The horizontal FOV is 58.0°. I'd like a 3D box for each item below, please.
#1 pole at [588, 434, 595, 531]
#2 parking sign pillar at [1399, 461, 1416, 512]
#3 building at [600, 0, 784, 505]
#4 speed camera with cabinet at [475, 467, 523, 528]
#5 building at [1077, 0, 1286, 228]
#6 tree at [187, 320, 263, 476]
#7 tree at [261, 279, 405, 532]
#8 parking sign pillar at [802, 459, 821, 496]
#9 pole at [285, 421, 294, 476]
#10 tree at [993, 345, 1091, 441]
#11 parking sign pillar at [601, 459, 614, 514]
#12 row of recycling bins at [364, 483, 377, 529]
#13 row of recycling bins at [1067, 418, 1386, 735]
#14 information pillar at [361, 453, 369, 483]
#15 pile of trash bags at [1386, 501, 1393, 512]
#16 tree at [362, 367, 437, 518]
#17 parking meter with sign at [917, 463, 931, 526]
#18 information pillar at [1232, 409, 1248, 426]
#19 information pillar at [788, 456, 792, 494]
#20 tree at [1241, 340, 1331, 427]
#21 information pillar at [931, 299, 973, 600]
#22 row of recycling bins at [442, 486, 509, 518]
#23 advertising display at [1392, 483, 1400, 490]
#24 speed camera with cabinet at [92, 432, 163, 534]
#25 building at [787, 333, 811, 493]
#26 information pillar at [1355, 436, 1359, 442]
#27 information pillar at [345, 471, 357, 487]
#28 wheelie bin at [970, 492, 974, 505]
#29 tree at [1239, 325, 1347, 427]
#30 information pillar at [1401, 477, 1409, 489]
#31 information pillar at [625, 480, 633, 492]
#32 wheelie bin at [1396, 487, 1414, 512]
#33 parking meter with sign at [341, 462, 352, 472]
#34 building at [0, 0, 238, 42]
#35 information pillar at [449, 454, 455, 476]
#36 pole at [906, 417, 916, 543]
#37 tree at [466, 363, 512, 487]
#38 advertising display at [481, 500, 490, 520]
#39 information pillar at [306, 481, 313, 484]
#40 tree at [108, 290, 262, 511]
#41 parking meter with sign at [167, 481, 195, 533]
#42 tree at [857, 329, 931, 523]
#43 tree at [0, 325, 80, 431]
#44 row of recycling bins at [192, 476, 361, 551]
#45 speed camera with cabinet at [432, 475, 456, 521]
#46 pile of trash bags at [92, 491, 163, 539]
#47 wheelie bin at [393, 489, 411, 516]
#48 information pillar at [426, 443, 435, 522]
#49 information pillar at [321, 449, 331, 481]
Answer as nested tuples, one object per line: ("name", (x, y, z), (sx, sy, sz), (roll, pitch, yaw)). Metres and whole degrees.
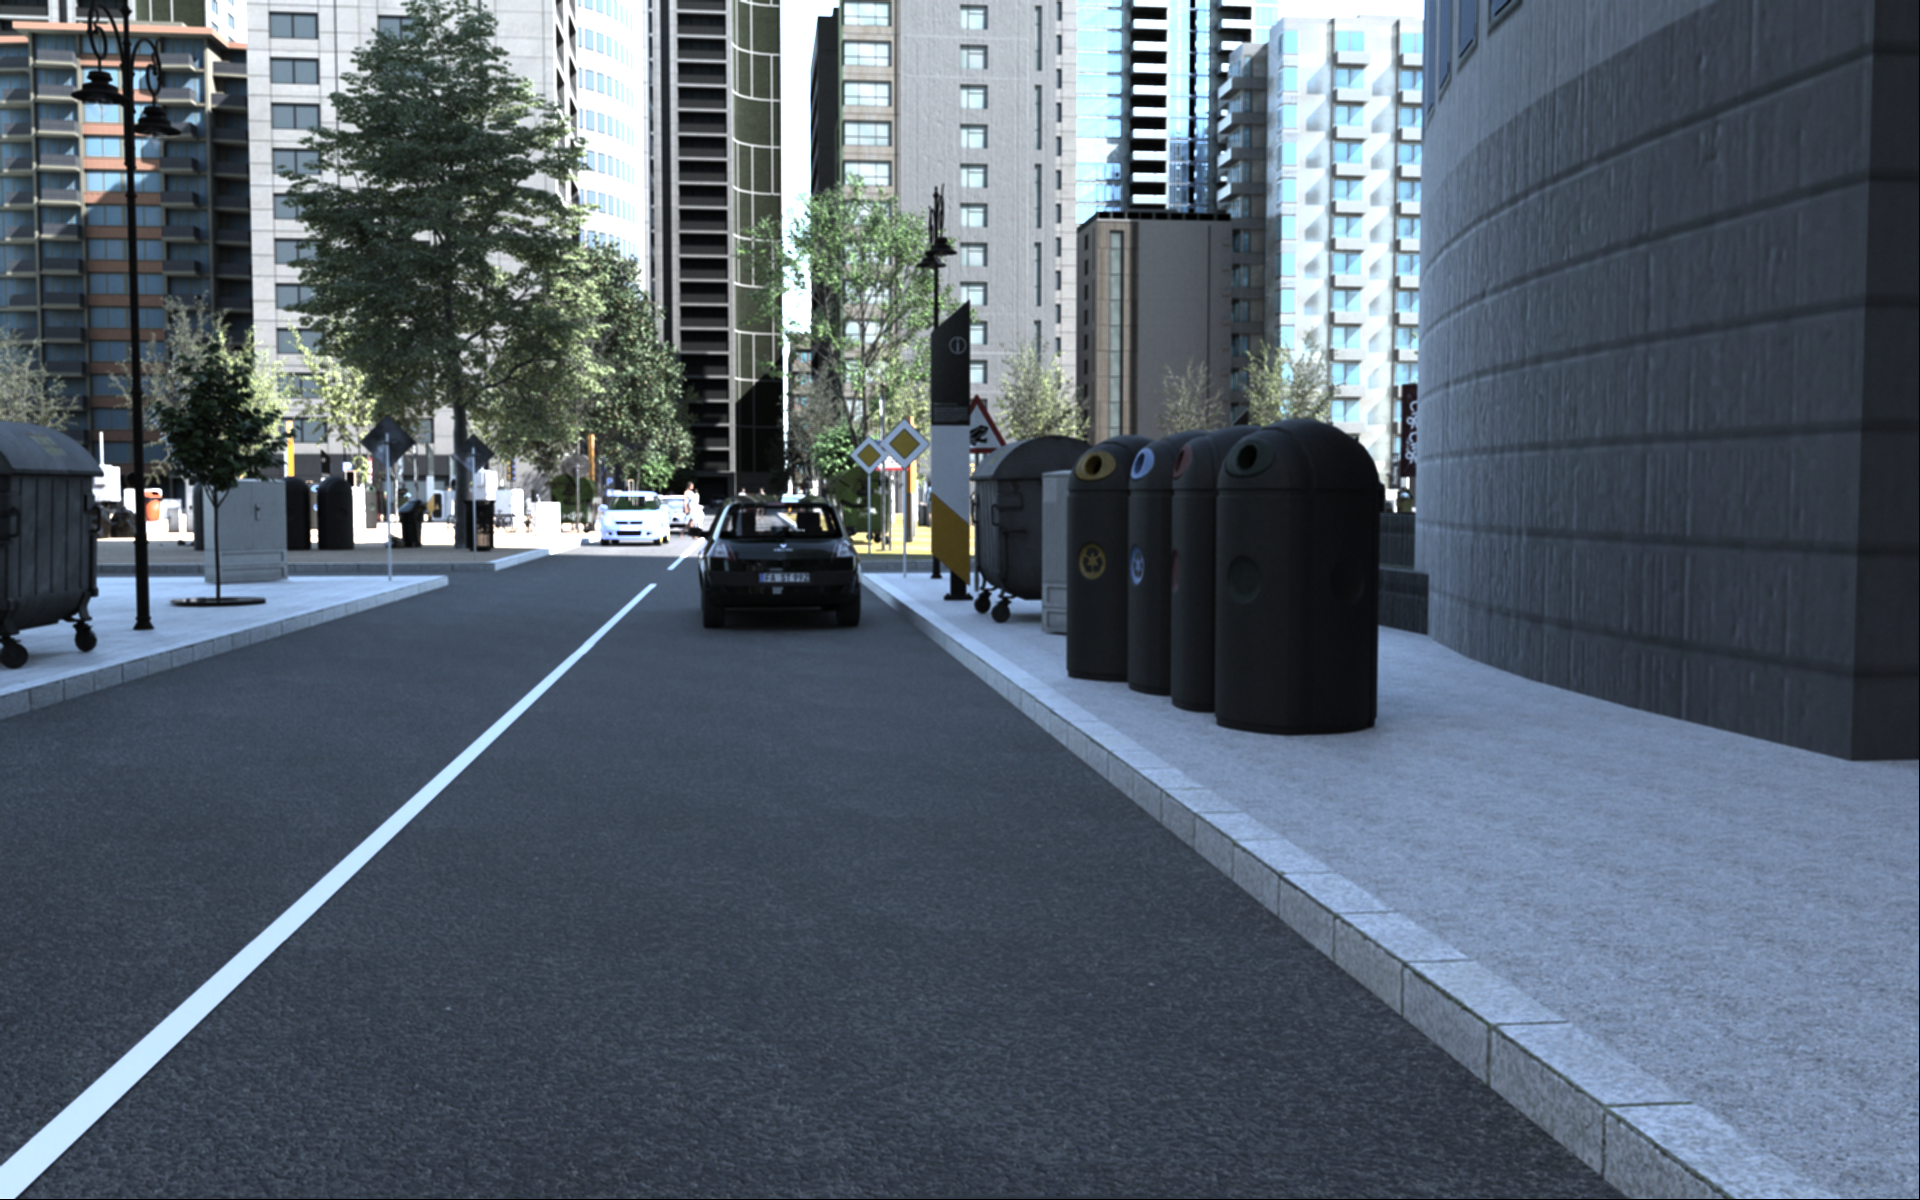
("pole", (-12.625, -4.007, 59.350), (0.158, 3.312, 0.155), (0, 3, 0))
("parking sign pillar", (27.090, -7.164, 105.605), (1.447, 3.967, 1.447), (0, 4, 1))
("building", (-31.061, -46.751, 202.628), (20.611, 71.187, 20.563), (0, 4, -7))
("speed camera with cabinet", (-17.816, -4.436, 66.859), (2.038, 3.252, 0.660), (2, 4, 30))
("building", (24.168, -54.816, 208.918), (31.000, 86.520, 22.319), (0, 4, -7))
("tree", (-30.699, -7.542, 73.681), (4.737, 8.622, 4.395), (0, 3, 0))
("tree", (-20.121, -6.549, 57.438), (4.737, 8.622, 4.395), (0, 3, 0))
("parking sign pillar", (-9.180, -7.273, 107.379), (1.447, 3.967, 1.447), (3, 5, 43))
("pole", (-18.711, -3.337, 48.395), (0.158, 3.312, 0.155), (0, 3, 0))
("tree", (3.686, -8.179, 84.093), (4.737, 8.622, 4.395), (0, 3, 0))
("parking sign pillar", (-18.436, -6.247, 90.612), (1.447, 3.967, 1.447), (-1, 4, -21))
("row of recycling bins", (-22.947, -3.399, 62.693), (3.534, 1.692, 1.069), (-3, 4, -37))
("row of recycling bins", (1.566, -0.231, 10.891), (1.069, 1.692, 3.534), (-1, 4, -14))
("information pillar", (-33.835, -6.559, 98.600), (0.504, 3.616, 0.183), (-1, 4, -20))
("pile of trash bags", (14.488, -3.182, 61.780), (1.912, 1.369, 3.447), (0, 4, 7))
("tree", (-30.015, -8.669, 92.100), (4.360, 8.622, 3.978), (0, 3, 0))
("parking meter with sign", (-0.949, -4.748, 73.893), (1.738, 3.016, 0.543), (-3, 4, -36))
("information pillar", (7.738, -3.456, 47.868), (0.504, 3.616, 0.183), (-1, 4, -20))
("information pillar", (-10.385, -7.001, 105.821), (0.183, 3.616, 0.504), (1, 4, 11))
("tree", (15.246, -8.080, 82.477), (4.737, 8.622, 4.395), (0, 3, 0))
("information pillar", (-0.102, -1.808, 20.916), (0.504, 3.616, 0.183), (0, 4, -5))
("row of recycling bins", (-24.762, -4.987, 88.652), (3.534, 1.692, 1.069), (0, 4, -2))
("advertising display", (24.029, -5.523, 95.507), (0.123, 1.923, 0.974), (0, 4, -3))
("speed camera with cabinet", (-26.661, -3.735, 55.397), (2.038, 3.252, 0.660), (0, 4, 3))
("building", (-6.133, -22.328, 210.098), (28.899, 21.520, 27.650), (0, 4, -7))
("information pillar", (15.766, -4.778, 69.480), (0.504, 3.616, 0.183), (2, 4, 31))
("information pillar", (-19.026, -3.038, 54.161), (0.304, 2.012, 0.304), (-1, 4, -10))
("wheelie bin", (0.997, -5.853, 103.611), (0.693, 1.594, 0.980), (-1, 4, -14))
("tree", (14.523, -7.638, 75.239), (4.360, 8.622, 3.978), (0, 3, 0))
("information pillar", (22.052, -5.784, 85.920), (0.183, 3.616, 0.504), (-2, 4, -27))
("information pillar", (-16.991, -5.170, 89.027), (0.304, 2.012, 0.304), (3, 5, 39))
("wheelie bin", (20.270, -4.349, 79.021), (0.693, 1.594, 0.980), (-1, 4, -10))
("parking meter with sign", (-33.733, -6.048, 95.140), (0.543, 3.016, 1.738), (-2, 4, -25))
("building", (-94.738, -46.328, 195.722), (20.611, 71.187, 20.563), (0, 4, -7))
("information pillar", (-29.535, -6.693, 100.783), (0.183, 3.616, 0.504), (-3, 5, -44))
("pole", (-1.332, -3.176, 45.767), (0.158, 3.312, 0.155), (0, 3, 0))
("tree", (-24.872, -8.757, 93.536), (4.737, 8.622, 4.395), (0, 3, 0))
("advertising display", (-22.735, -4.751, 82.888), (0.123, 1.923, 0.974), (1, 4, 12))
("information pillar", (-36.944, -5.745, 98.426), (0.304, 2.012, 0.304), (0, 4, -7))
("tree", (-28.038, -6.848, 62.335), (4.360, 8.622, 3.978), (0, 3, 0))
("parking meter with sign", (-25.254, -3.729, 57.224), (1.738, 3.016, 0.543), (-2, 4, -24))
("tree", (-2.925, -7.766, 77.330), (4.737, 8.622, 4.395), (0, 3, 0))
("tree", (-41.252, -7.708, 76.386), (4.360, 8.622, 3.978), (0, 3, 0))
("row of recycling bins", (-15.777, -2.001, 39.832), (3.534, 1.692, 1.069), (-1, 4, -10))
("speed camera with cabinet", (-24.597, -5.449, 83.421), (2.038, 3.252, 0.660), (2, 4, 32))
("pile of trash bags", (-24.785, -2.505, 50.702), (1.912, 1.369, 3.447), (1, 4, 21))
("wheelie bin", (-32.382, -5.669, 100.598), (0.980, 1.594, 0.693), (-2, 4, -24))
("information pillar", (-24.263, -5.380, 79.311), (0.183, 3.616, 0.504), (1, 4, 17))
("information pillar", (-33.078, -6.055, 90.355), (0.504, 3.616, 0.183), (0, 3, 0))
